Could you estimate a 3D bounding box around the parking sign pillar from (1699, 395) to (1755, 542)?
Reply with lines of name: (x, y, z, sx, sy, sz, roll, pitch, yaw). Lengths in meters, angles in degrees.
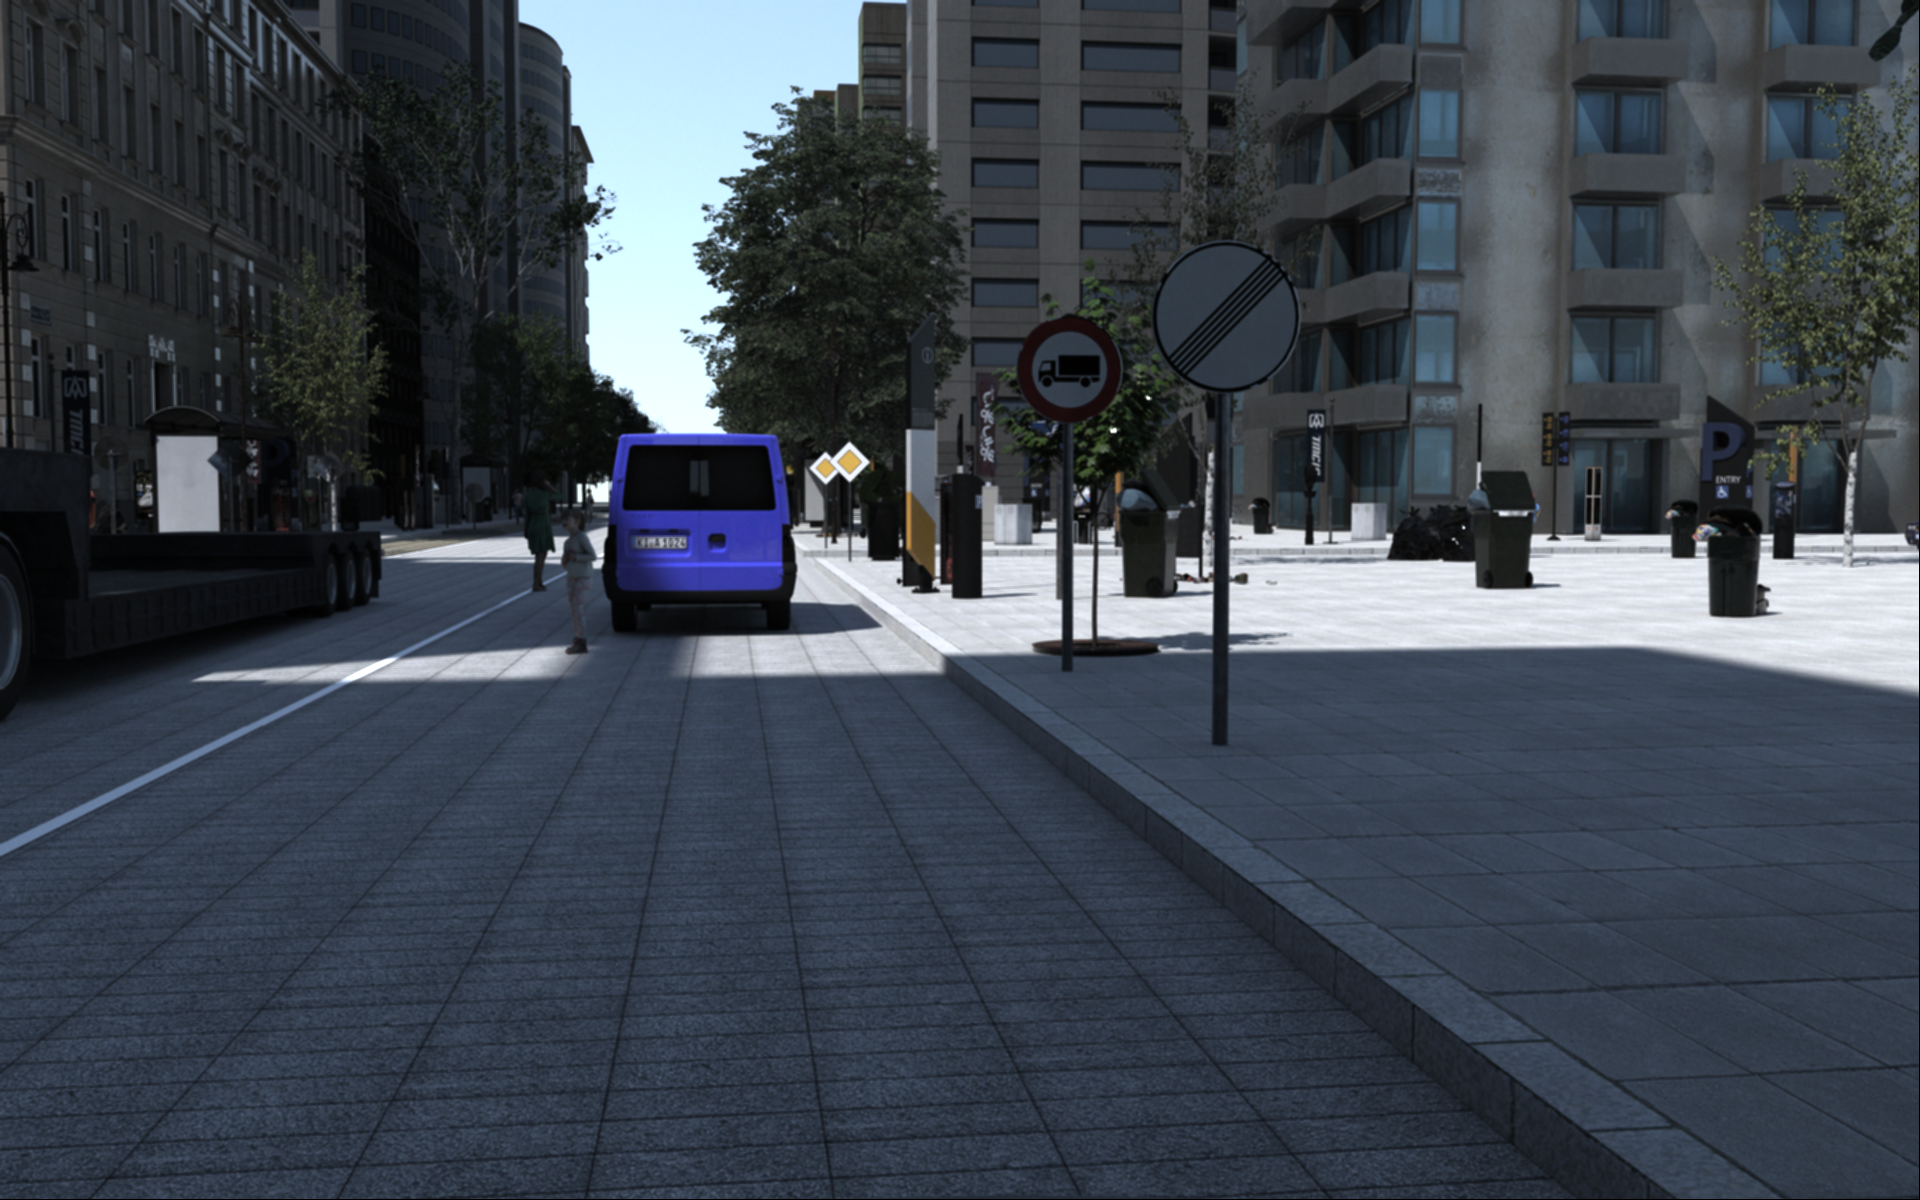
parking sign pillar: (20.738, -3.570, 46.846, 1.447, 3.967, 1.447, -3, 4, -37)

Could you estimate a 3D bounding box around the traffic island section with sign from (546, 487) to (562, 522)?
traffic island section with sign: (-20.895, -4.879, 88.395, 1.989, 1.847, 2.006, 0, 4, -8)

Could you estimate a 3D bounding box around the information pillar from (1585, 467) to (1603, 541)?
information pillar: (17.286, -2.616, 47.258, 0.304, 2.012, 0.304, -1, 4, -20)

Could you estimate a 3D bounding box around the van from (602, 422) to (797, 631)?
van: (-2.934, -0.944, 19.812, 2.240, 2.365, 5.245, 0, 4, -8)

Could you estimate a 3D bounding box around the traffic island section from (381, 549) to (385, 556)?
traffic island section: (-14.275, -1.042, 39.311, 2.009, 0.180, 2.903, 0, 4, -8)

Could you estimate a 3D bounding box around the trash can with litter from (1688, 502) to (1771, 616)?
trash can with litter: (8.220, -0.428, 18.383, 0.624, 1.170, 1.055, 3, 4, 37)

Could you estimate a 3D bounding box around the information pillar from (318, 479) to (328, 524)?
information pillar: (-27.720, -4.334, 75.356, 0.304, 2.012, 0.304, 1, 4, 8)

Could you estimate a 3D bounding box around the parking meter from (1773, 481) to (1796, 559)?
parking meter: (16.296, -1.579, 34.235, 0.372, 1.533, 0.369, 0, 3, 0)

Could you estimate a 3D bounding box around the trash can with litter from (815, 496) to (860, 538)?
trash can with litter: (-3.577, -2.513, 52.140, 1.678, 1.210, 2.233, 2, 4, 26)

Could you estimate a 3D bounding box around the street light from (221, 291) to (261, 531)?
street light: (-16.357, -4.082, 39.529, 0.468, 5.910, 1.993, 0, 4, -8)

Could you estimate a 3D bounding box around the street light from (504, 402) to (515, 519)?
street light: (-22.712, -7.004, 87.297, 0.468, 5.910, 1.993, 0, 4, -8)

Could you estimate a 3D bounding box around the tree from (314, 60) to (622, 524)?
tree: (-20.569, -13.343, 74.045, 12.611, 20.169, 13.585, 0, 3, 0)

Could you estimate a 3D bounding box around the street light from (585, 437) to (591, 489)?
street light: (-29.706, -10.148, 138.708, 0.468, 5.910, 1.993, 0, 4, -8)

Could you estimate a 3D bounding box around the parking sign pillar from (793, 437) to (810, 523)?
parking sign pillar: (-7.114, -5.424, 77.148, 1.447, 3.967, 1.447, -1, 4, -15)

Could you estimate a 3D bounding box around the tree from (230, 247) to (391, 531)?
tree: (-18.716, -6.182, 51.438, 4.737, 8.622, 4.395, 0, 3, 0)

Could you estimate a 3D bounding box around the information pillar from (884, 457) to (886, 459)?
information pillar: (-4.824, -7.264, 110.126, 0.183, 3.616, 0.504, 1, 4, 14)

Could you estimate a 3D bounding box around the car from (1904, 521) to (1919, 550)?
car: (24.606, -1.742, 41.063, 3.894, 1.354, 1.945, -1, 4, -8)

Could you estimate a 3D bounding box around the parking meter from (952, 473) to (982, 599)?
parking meter: (0.087, -0.790, 21.328, 0.372, 1.533, 0.369, 0, 3, 0)

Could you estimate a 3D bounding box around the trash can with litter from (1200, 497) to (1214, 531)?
trash can with litter: (8.786, -2.971, 59.963, 0.624, 1.170, 1.055, -2, 4, -34)

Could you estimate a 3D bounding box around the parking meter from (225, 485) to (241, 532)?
parking meter: (-19.548, -2.336, 46.603, 0.372, 1.533, 0.369, 0, 3, 0)

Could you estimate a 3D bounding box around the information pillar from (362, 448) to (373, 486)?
information pillar: (-29.755, -5.847, 86.958, 0.504, 3.616, 0.183, -1, 4, -10)

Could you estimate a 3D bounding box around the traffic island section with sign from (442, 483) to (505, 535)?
traffic island section with sign: (-17.294, -3.245, 61.681, 1.989, 1.847, 2.006, 0, 4, -8)

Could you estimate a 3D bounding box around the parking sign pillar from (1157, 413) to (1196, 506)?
parking sign pillar: (7.222, -4.244, 57.869, 1.447, 3.967, 1.447, 3, 4, 39)

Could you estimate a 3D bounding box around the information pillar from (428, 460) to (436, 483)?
information pillar: (-32.591, -7.068, 106.915, 0.504, 3.616, 0.183, 1, 4, 13)

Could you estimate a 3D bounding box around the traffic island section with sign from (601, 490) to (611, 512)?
traffic island section with sign: (-27.564, -7.913, 138.009, 1.989, 1.847, 2.006, 0, 4, -8)

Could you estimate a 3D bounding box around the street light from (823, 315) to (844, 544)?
street light: (-3.268, -4.406, 44.819, 0.468, 5.910, 1.993, 0, 4, -8)

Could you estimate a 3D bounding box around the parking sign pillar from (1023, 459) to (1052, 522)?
parking sign pillar: (3.587, -5.660, 81.017, 1.447, 3.967, 1.447, 3, 5, 42)

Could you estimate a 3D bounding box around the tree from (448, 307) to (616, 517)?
tree: (-24.688, -10.472, 96.973, 9.928, 11.665, 9.643, 0, 3, 0)

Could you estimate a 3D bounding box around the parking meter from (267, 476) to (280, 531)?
parking meter: (-22.853, -3.180, 57.701, 0.255, 1.863, 0.399, 1, 4, 11)

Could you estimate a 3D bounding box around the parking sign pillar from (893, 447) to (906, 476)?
parking sign pillar: (-1.941, -4.695, 65.243, 1.447, 3.967, 1.447, 3, 5, 44)

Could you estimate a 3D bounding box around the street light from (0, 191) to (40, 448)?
street light: (-14.638, -3.294, 26.640, 0.468, 5.910, 1.993, 0, 4, -8)

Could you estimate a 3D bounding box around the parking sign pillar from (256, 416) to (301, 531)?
parking sign pillar: (-23.453, -4.343, 59.484, 1.447, 3.967, 1.447, 1, 4, 11)

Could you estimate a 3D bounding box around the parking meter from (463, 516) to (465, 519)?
parking meter: (-25.891, -4.984, 89.903, 0.372, 1.533, 0.369, 0, 3, 0)

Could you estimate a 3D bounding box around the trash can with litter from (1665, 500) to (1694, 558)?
trash can with litter: (14.583, -1.445, 35.012, 0.624, 1.170, 1.055, 1, 4, 22)

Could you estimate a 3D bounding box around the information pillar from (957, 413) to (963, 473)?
information pillar: (0.004, -3.623, 50.594, 0.183, 3.616, 0.504, -1, 4, -10)

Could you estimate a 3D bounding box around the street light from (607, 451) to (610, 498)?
street light: (-32.786, -11.565, 161.873, 0.468, 5.910, 1.993, 0, 4, -8)

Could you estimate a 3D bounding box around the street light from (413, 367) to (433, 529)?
street light: (-19.580, -5.533, 63.249, 0.468, 5.910, 1.993, 0, 4, -8)

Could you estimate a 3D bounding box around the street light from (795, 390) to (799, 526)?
street light: (-6.475, -5.854, 68.495, 0.468, 5.910, 1.993, 0, 4, -8)

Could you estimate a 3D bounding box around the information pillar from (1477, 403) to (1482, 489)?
information pillar: (13.494, -3.284, 45.047, 0.183, 3.616, 0.504, 1, 4, 15)

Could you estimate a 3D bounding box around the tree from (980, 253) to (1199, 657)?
tree: (0.971, -1.193, 14.109, 1.663, 3.219, 1.824, 0, 3, 0)

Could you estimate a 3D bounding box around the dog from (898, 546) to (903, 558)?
dog: (-1.377, -1.012, 35.840, 0.540, 0.507, 0.406, -1, 4, -12)

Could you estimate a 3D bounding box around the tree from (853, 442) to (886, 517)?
tree: (-5.526, -7.051, 99.003, 4.285, 4.588, 4.351, 0, 3, 0)

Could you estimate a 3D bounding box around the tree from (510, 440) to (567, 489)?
tree: (-25.494, -7.400, 104.709, 4.285, 4.588, 4.351, 0, 3, 0)

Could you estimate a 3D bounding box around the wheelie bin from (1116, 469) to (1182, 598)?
wheelie bin: (2.341, -0.839, 21.634, 0.693, 1.594, 0.980, 2, 4, 24)

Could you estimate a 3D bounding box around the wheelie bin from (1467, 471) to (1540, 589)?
wheelie bin: (7.371, -0.962, 23.630, 0.980, 1.594, 0.693, 0, 4, -8)

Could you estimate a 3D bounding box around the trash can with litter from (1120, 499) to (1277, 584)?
trash can with litter: (3.562, -0.869, 25.270, 1.678, 1.210, 2.233, -3, 5, -44)

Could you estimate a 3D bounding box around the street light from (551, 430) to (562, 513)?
street light: (-25.866, -8.420, 110.451, 0.468, 5.910, 1.993, 0, 4, -8)

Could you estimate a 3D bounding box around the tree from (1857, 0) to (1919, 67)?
tree: (3.211, -1.180, 3.008, 4.285, 4.588, 4.351, 0, 3, 0)

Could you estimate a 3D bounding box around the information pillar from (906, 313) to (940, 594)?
information pillar: (-0.497, -1.895, 22.335, 0.183, 3.616, 0.504, 3, 5, 40)
